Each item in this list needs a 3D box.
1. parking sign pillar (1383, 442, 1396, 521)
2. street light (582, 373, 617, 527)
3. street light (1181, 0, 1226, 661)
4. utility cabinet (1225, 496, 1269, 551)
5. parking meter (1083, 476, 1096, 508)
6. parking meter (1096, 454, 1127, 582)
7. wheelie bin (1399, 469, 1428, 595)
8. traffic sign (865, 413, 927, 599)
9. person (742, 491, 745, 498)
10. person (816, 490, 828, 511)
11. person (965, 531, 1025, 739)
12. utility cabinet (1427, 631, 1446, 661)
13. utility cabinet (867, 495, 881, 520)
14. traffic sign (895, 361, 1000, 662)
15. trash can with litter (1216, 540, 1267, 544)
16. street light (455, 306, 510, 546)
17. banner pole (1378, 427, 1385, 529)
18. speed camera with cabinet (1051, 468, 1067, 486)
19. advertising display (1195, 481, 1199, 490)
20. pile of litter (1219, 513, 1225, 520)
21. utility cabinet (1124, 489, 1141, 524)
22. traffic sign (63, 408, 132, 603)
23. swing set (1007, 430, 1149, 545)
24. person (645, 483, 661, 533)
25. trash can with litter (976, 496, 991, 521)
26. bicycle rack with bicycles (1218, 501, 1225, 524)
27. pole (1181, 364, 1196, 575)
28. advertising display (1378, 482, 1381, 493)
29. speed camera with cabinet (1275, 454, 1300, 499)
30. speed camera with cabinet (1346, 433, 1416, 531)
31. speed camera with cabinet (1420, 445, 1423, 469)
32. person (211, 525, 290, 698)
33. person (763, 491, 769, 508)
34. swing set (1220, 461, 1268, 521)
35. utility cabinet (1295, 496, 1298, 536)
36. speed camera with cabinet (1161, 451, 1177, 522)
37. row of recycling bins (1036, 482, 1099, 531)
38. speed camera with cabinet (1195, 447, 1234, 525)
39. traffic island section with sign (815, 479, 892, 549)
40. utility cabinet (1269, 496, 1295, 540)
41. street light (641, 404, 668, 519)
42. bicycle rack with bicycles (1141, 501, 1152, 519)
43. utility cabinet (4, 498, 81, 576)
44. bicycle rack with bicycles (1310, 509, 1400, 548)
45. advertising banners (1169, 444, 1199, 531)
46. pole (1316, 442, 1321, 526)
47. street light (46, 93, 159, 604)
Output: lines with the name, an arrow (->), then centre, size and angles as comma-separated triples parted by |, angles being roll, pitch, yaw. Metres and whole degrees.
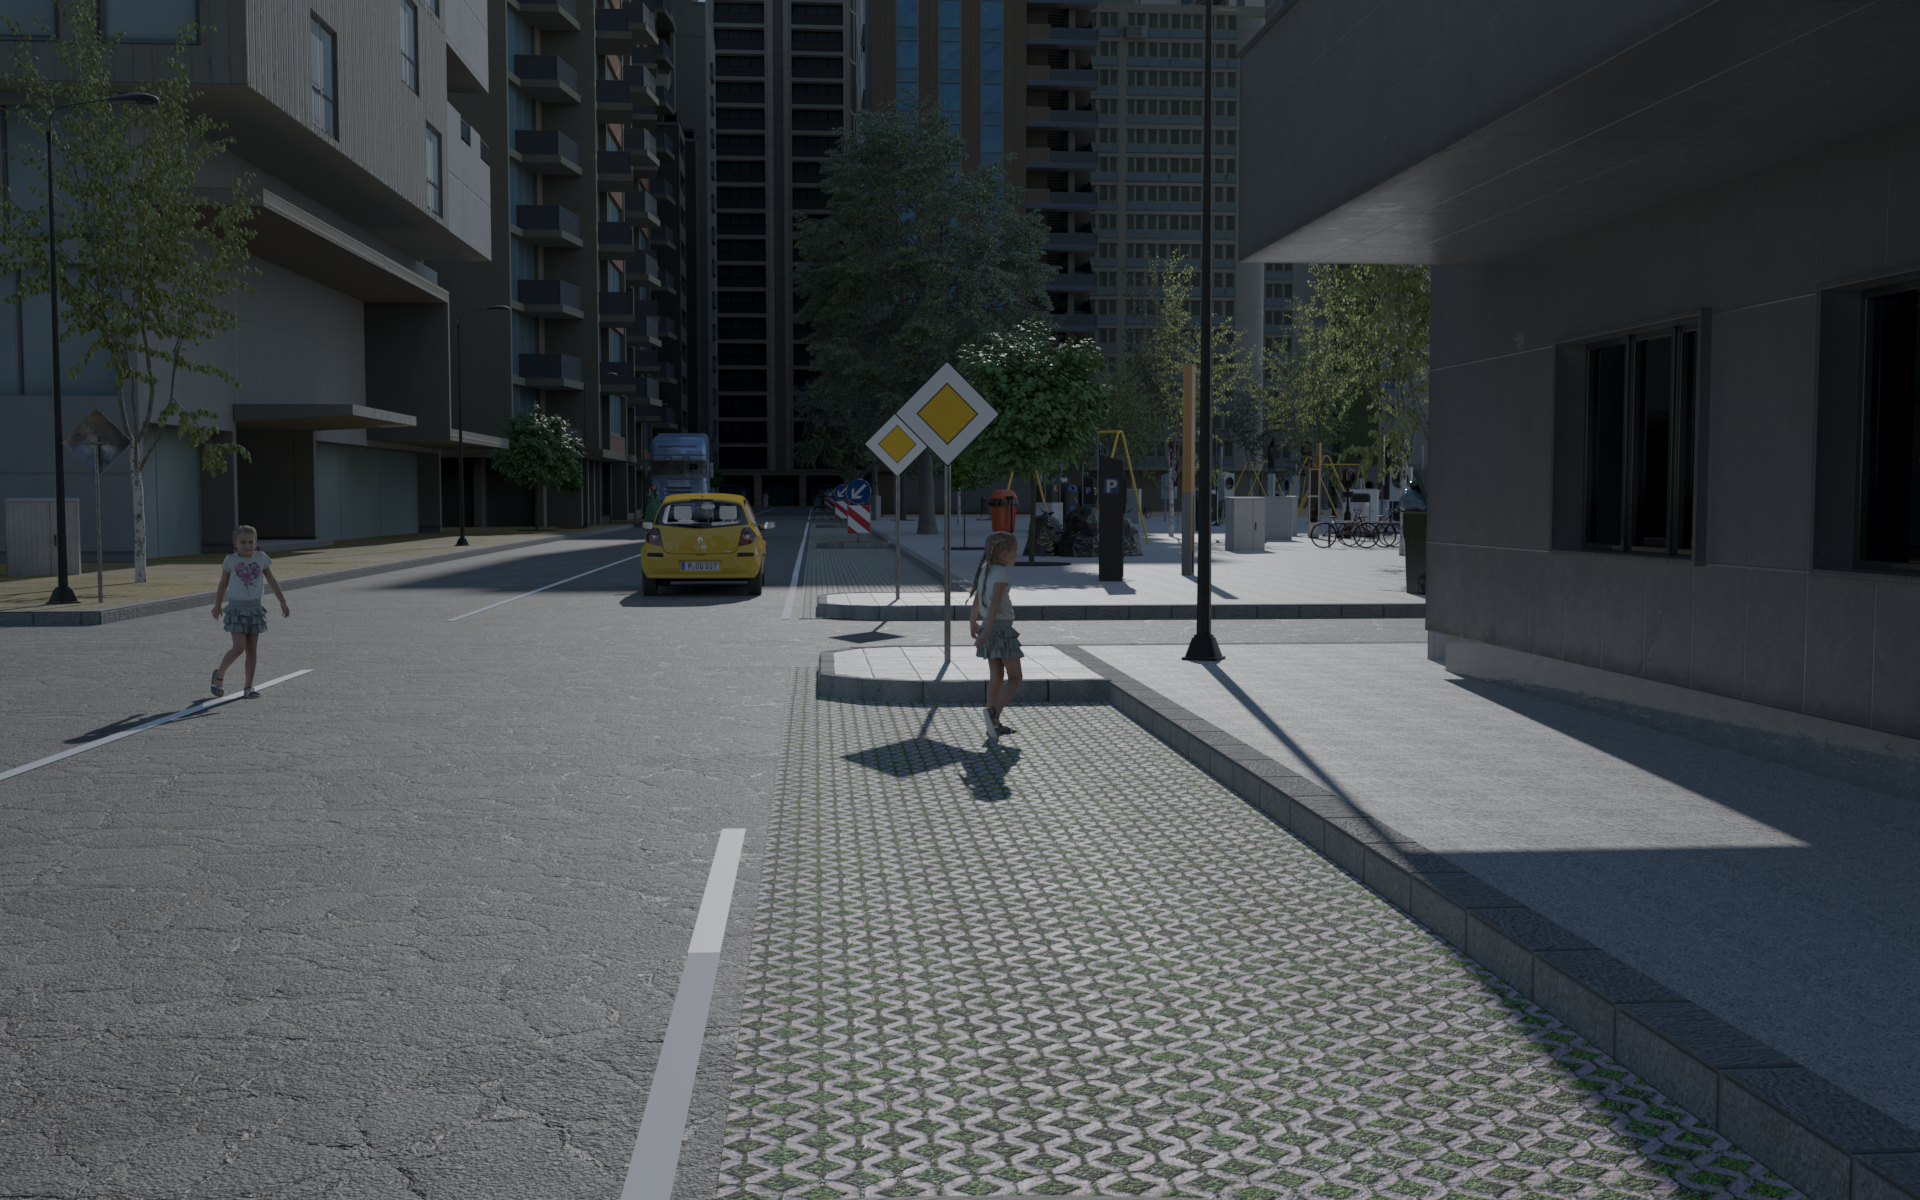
parking sign pillar -> 20.080, -5.657, 80.959 | 1.447, 3.967, 1.447 | 0, 4, 5
street light -> -13.848, -5.748, 66.524 | 1.470, 5.913, 1.316 | 0, 4, -5
street light -> 1.352, -2.489, 13.232 | 1.470, 5.913, 1.316 | 0, 4, -5
utility cabinet -> 6.496, -1.728, 39.418 | 1.020, 1.237, 0.306 | -3, 4, -36
parking meter -> 4.195, -3.062, 55.773 | 0.399, 1.863, 0.255 | 2, 4, 32
parking meter -> 2.248, -1.209, 25.482 | 0.399, 1.863, 0.255 | 1, 4, 9
wheelie bin -> 6.073, -0.879, 22.281 | 0.980, 1.594, 0.693 | -1, 4, -22
traffic sign -> -0.764, -1.069, 21.118 | 0.795, 2.450, 0.064 | 0, 4, -5
person -> -20.908, -9.632, 166.710 | 0.721, 1.736, 1.217 | -1, 4, -12
person -> -11.239, -8.117, 141.928 | 1.217, 1.743, 0.721 | -1, 4, -22
person -> 0.158, 0.200, 10.249 | 0.382, 1.210, 0.505 | -2, 4, -30
utility cabinet -> 4.044, -0.156, 13.714 | 0.306, 1.237, 1.020 | 3, 5, 39
utility cabinet -> -4.196, -4.499, 84.718 | 0.306, 1.237, 1.020 | -2, 4, -27
traffic sign -> -0.098, -0.582, 13.160 | 0.795, 2.450, 0.064 | 0, 4, -5
trash can with litter -> 7.187, -2.093, 45.277 | 1.678, 1.210, 2.233 | 2, 4, 30
street light -> -11.799, -4.298, 42.808 | 1.470, 5.913, 1.316 | 0, 4, -5
banner pole -> 15.761, -4.556, 64.510 | 0.401, 3.779, 0.863 | 1, 4, 21
speed camera with cabinet -> 5.695, -5.894, 90.699 | 2.038, 3.252, 0.660 | -3, 5, -40
advertising display -> 11.473, -4.875, 84.914 | 0.123, 1.923, 0.974 | 3, 5, 42
pile of litter -> 13.663, -4.419, 86.217 | 1.719, 0.858, 1.176 | 0, 4, 6
utility cabinet -> 7.197, -4.028, 74.534 | 1.173, 1.500, 0.318 | 2, 4, 28
traffic sign -> -10.128, -1.022, 20.357 | 0.795, 2.450, 0.064 | 0, 4, -5
swing set -> 2.687, -2.800, 43.402 | 3.119, 2.851, 2.862 | 3, 4, 36
person -> -10.073, -2.940, 56.813 | 0.600, 1.795, 0.529 | -3, 5, -45
trash can with litter -> 1.661, -4.483, 84.354 | 2.233, 1.210, 1.678 | -2, 4, -27
bicycle rack with bicycles -> 11.567, -3.801, 75.526 | 2.852, 0.926, 2.925 | -2, 4, -30
pole -> 3.601, -2.045, 27.279 | 0.158, 3.312, 0.155 | 0, 3, 0
advertising display -> 22.913, -5.363, 92.907 | 0.974, 1.923, 0.123 | 0, 4, 1
speed camera with cabinet -> 16.351, -5.649, 86.696 | 0.660, 3.252, 2.038 | -1, 4, -11
speed camera with cabinet -> 13.534, -3.766, 55.910 | 2.038, 3.252, 0.660 | 1, 4, 20
speed camera with cabinet -> 18.338, -4.668, 70.658 | 0.660, 3.252, 2.038 | -1, 4, -11
person -> -5.035, 0.076, 12.273 | 0.505, 1.210, 0.382 | -3, 4, -38
person -> -19.262, -9.944, 171.752 | 0.621, 1.740, 0.551 | 1, 4, 23
swing set -> 14.120, -5.169, 82.138 | 2.862, 2.851, 3.119 | 0, 4, -7
utility cabinet -> 10.191, -2.611, 53.850 | 0.306, 1.237, 1.020 | -1, 4, -8
speed camera with cabinet -> 10.350, -5.241, 80.027 | 2.038, 3.252, 0.660 | 1, 4, 15
row of recycling bins -> 4.006, -3.191, 59.291 | 3.534, 1.692, 1.069 | -2, 4, -32
speed camera with cabinet -> 10.498, -4.723, 71.550 | 2.038, 3.252, 0.660 | -3, 5, -43
traffic island section with sign -> -2.817, -2.287, 46.022 | 1.989, 1.847, 2.006 | 0, 4, -5
utility cabinet -> 8.736, -2.270, 48.277 | 1.020, 1.237, 0.306 | 1, 4, 15
street light -> -15.705, -7.122, 88.981 | 1.470, 5.913, 1.316 | 0, 4, -5
bicycle rack with bicycles -> 8.632, -4.656, 89.509 | 2.925, 0.926, 2.852 | -2, 4, -26
utility cabinet -> -14.514, -0.994, 27.420 | 1.020, 1.237, 0.306 | -1, 4, -21
bicycle rack with bicycles -> 9.950, -1.731, 41.676 | 2.925, 0.926, 2.852 | 1, 4, 13
advertising banners -> 7.953, -3.941, 60.621 | 0.090, 3.025, 2.074 | -2, 4, -31
pole -> 14.162, -4.564, 68.472 | 0.158, 3.312, 0.155 | 0, 3, 0
street light -> -9.983, -2.914, 20.187 | 1.470, 5.913, 1.316 | 0, 4, -5
